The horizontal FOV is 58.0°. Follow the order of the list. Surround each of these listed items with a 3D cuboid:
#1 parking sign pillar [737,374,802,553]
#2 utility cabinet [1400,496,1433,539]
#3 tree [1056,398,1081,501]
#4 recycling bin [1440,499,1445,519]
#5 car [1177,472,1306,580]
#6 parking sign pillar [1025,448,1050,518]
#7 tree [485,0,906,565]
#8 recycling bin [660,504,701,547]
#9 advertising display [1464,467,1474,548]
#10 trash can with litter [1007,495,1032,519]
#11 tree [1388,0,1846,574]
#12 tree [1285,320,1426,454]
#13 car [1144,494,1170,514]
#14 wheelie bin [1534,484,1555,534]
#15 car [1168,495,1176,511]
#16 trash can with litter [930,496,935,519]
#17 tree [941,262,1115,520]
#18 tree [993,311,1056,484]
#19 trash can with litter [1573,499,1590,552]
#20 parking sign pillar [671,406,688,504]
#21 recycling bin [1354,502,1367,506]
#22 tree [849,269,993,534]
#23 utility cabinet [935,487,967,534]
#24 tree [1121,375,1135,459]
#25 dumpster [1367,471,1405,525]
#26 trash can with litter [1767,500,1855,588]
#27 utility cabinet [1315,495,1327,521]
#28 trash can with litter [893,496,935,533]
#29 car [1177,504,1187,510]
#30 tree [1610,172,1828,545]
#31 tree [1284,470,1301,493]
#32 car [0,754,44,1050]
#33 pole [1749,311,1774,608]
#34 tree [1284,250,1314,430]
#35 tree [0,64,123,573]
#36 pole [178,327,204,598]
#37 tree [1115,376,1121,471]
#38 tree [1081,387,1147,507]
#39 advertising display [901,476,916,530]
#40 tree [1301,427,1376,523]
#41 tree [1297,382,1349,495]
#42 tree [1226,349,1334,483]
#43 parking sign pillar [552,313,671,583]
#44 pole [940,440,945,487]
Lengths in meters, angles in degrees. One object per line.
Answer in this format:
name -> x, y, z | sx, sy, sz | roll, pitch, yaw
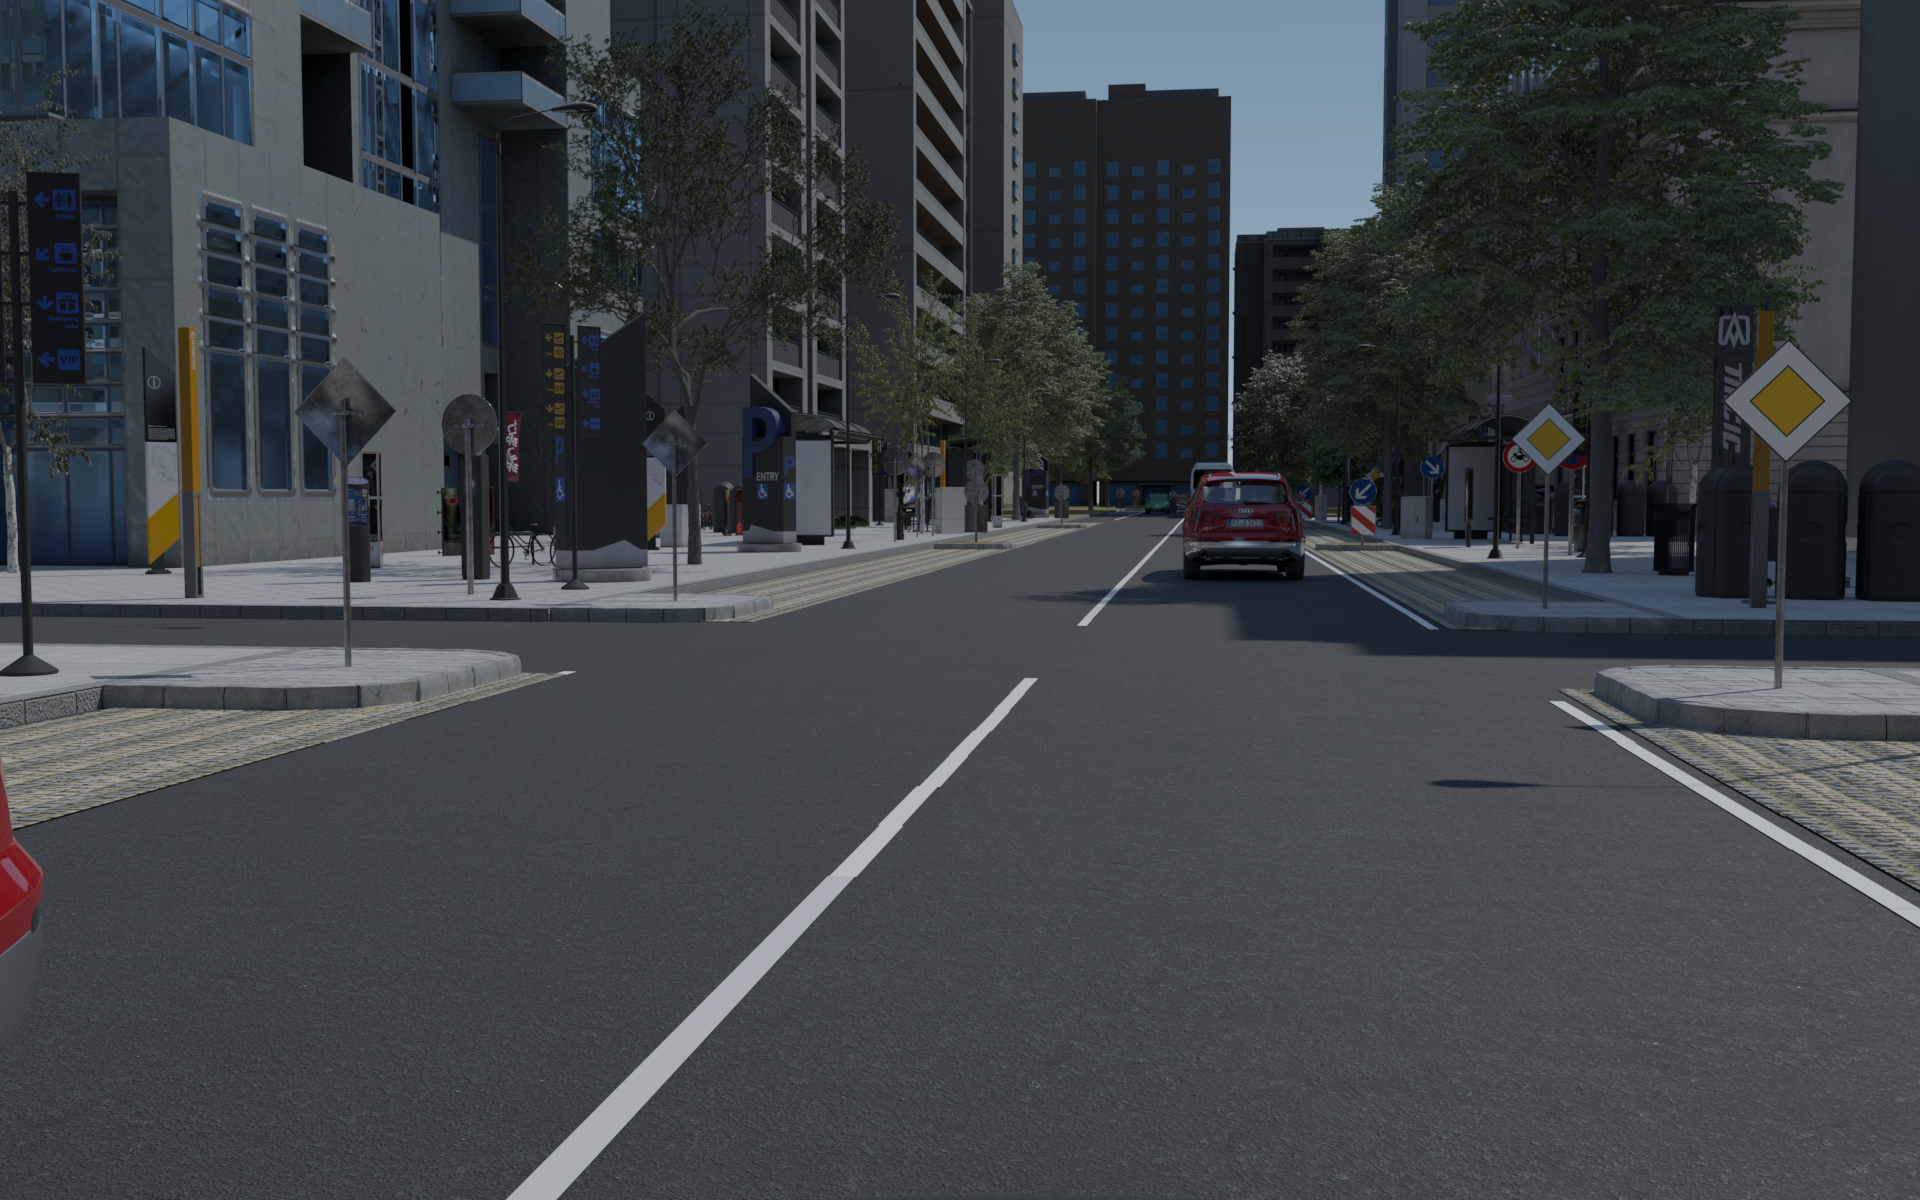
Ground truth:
parking sign pillar -> -4.252, -3.061, 38.514 | 1.447, 3.967, 1.447 | 3, 5, 39
utility cabinet -> 13.125, -2.364, 49.820 | 0.306, 1.237, 1.020 | -2, 4, -29
tree -> 6.210, -9.775, 110.187 | 4.737, 8.622, 4.395 | 0, 3, 0
recycling bin -> 24.871, -4.624, 88.161 | 0.722, 1.027, 0.722 | -1, 4, -16
car -> 4.966, -1.341, 30.597 | 2.281, 1.827, 5.304 | 0, 4, 8
parking sign pillar -> 4.131, -6.434, 93.673 | 1.447, 3.967, 1.447 | 2, 4, 26
tree -> -4.713, -5.944, 31.590 | 8.767, 10.594, 7.601 | 1, 4, 17
recycling bin -> -6.784, -1.802, 42.022 | 0.722, 1.027, 0.722 | 2, 4, 35
advertising display -> 12.284, -2.239, 41.820 | 0.123, 1.923, 0.974 | 1, 4, 12
trash can with litter -> 2.888, -4.718, 88.195 | 1.678, 1.210, 2.233 | 2, 4, 29
tree -> 10.319, -6.736, 28.257 | 7.486, 12.596, 7.792 | 0, 3, 0
tree -> 19.363, -9.185, 84.594 | 7.601, 10.594, 8.767 | 1, 4, 16
car -> 14.160, -7.028, 123.699 | 1.959, 1.807, 4.718 | 1, 4, 9
wheelie bin -> 18.676, -2.904, 55.389 | 0.980, 1.594, 0.693 | 1, 4, 23
car -> 17.347, -8.185, 146.407 | 1.945, 1.354, 3.894 | 1, 4, 9
trash can with litter -> -1.200, -4.614, 86.821 | 1.055, 1.170, 0.624 | -3, 4, -39
tree -> 2.755, -10.180, 84.572 | 7.486, 12.596, 7.792 | 0, 3, 0
tree -> 1.084, -7.240, 68.741 | 4.737, 8.622, 4.395 | 0, 3, 0
trash can with litter -> 13.850, -1.665, 38.614 | 0.624, 1.170, 1.055 | 1, 4, 14
parking sign pillar -> -8.486, -3.821, 50.941 | 1.447, 3.967, 1.447 | 1, 4, 13
recycling bin -> 18.955, -4.268, 82.333 | 0.722, 1.027, 0.722 | -1, 4, -15
tree -> -1.458, -6.460, 55.976 | 4.737, 8.622, 4.395 | 0, 3, 0
utility cabinet -> -0.300, -2.874, 55.672 | 0.318, 1.500, 1.173 | 3, 5, 43
tree -> 10.346, -13.443, 137.914 | 7.486, 12.596, 7.792 | 0, 3, 0
dumpster -> 17.091, -4.119, 69.836 | 1.502, 2.255, 1.985 | 0, 4, 8
trash can with litter -> 11.558, -0.791, 23.997 | 2.233, 1.210, 1.678 | 2, 4, 28
utility cabinet -> 17.498, -4.454, 83.989 | 0.306, 1.237, 1.020 | 0, 4, -7
trash can with litter -> -1.099, -2.864, 57.885 | 1.678, 1.210, 2.233 | -2, 4, -35
car -> 19.653, -8.877, 157.505 | 2.083, 1.381, 4.827 | 1, 4, 9
tree -> 17.270, -5.424, 39.042 | 4.737, 8.622, 4.395 | 0, 3, 0
tree -> 26.484, -8.789, 138.298 | 1.663, 3.219, 1.824 | 0, 3, 0
car -> -2.824, 0.477, 0.883 | 2.281, 1.827, 5.304 | 0, 4, 6
pole -> 8.998, -1.566, 19.440 | 0.158, 3.312, 0.155 | 0, 3, 0
tree -> 15.530, -8.855, 62.908 | 7.486, 12.596, 7.792 | 0, 3, 0
tree -> -15.383, -4.726, 27.629 | 4.360, 8.622, 3.978 | 0, 3, 0
pole -> -9.460, -1.679, 21.297 | 0.158, 3.312, 0.155 | 0, 3, 0
tree -> 4.951, -11.072, 99.159 | 7.486, 12.596, 7.792 | 0, 3, 0
tree -> 14.115, -14.726, 166.523 | 9.928, 11.665, 9.643 | 0, 3, 0
advertising display -> -1.842, -3.423, 61.176 | 0.123, 1.923, 0.974 | 2, 4, 27
tree -> 16.752, -5.695, 76.830 | 4.285, 4.588, 4.351 | 0, 3, 0
tree -> 22.248, -9.516, 105.944 | 4.360, 8.622, 3.978 | 0, 3, 0
tree -> 28.476, -15.081, 153.231 | 9.857, 13.997, 8.962 | 0, 3, 0
parking sign pillar -> -5.316, -2.272, 25.624 | 1.447, 3.967, 1.447 | -3, 4, -36
pole -> -0.653, -4.377, 65.414 | 0.158, 3.312, 0.155 | 0, 3, 0
